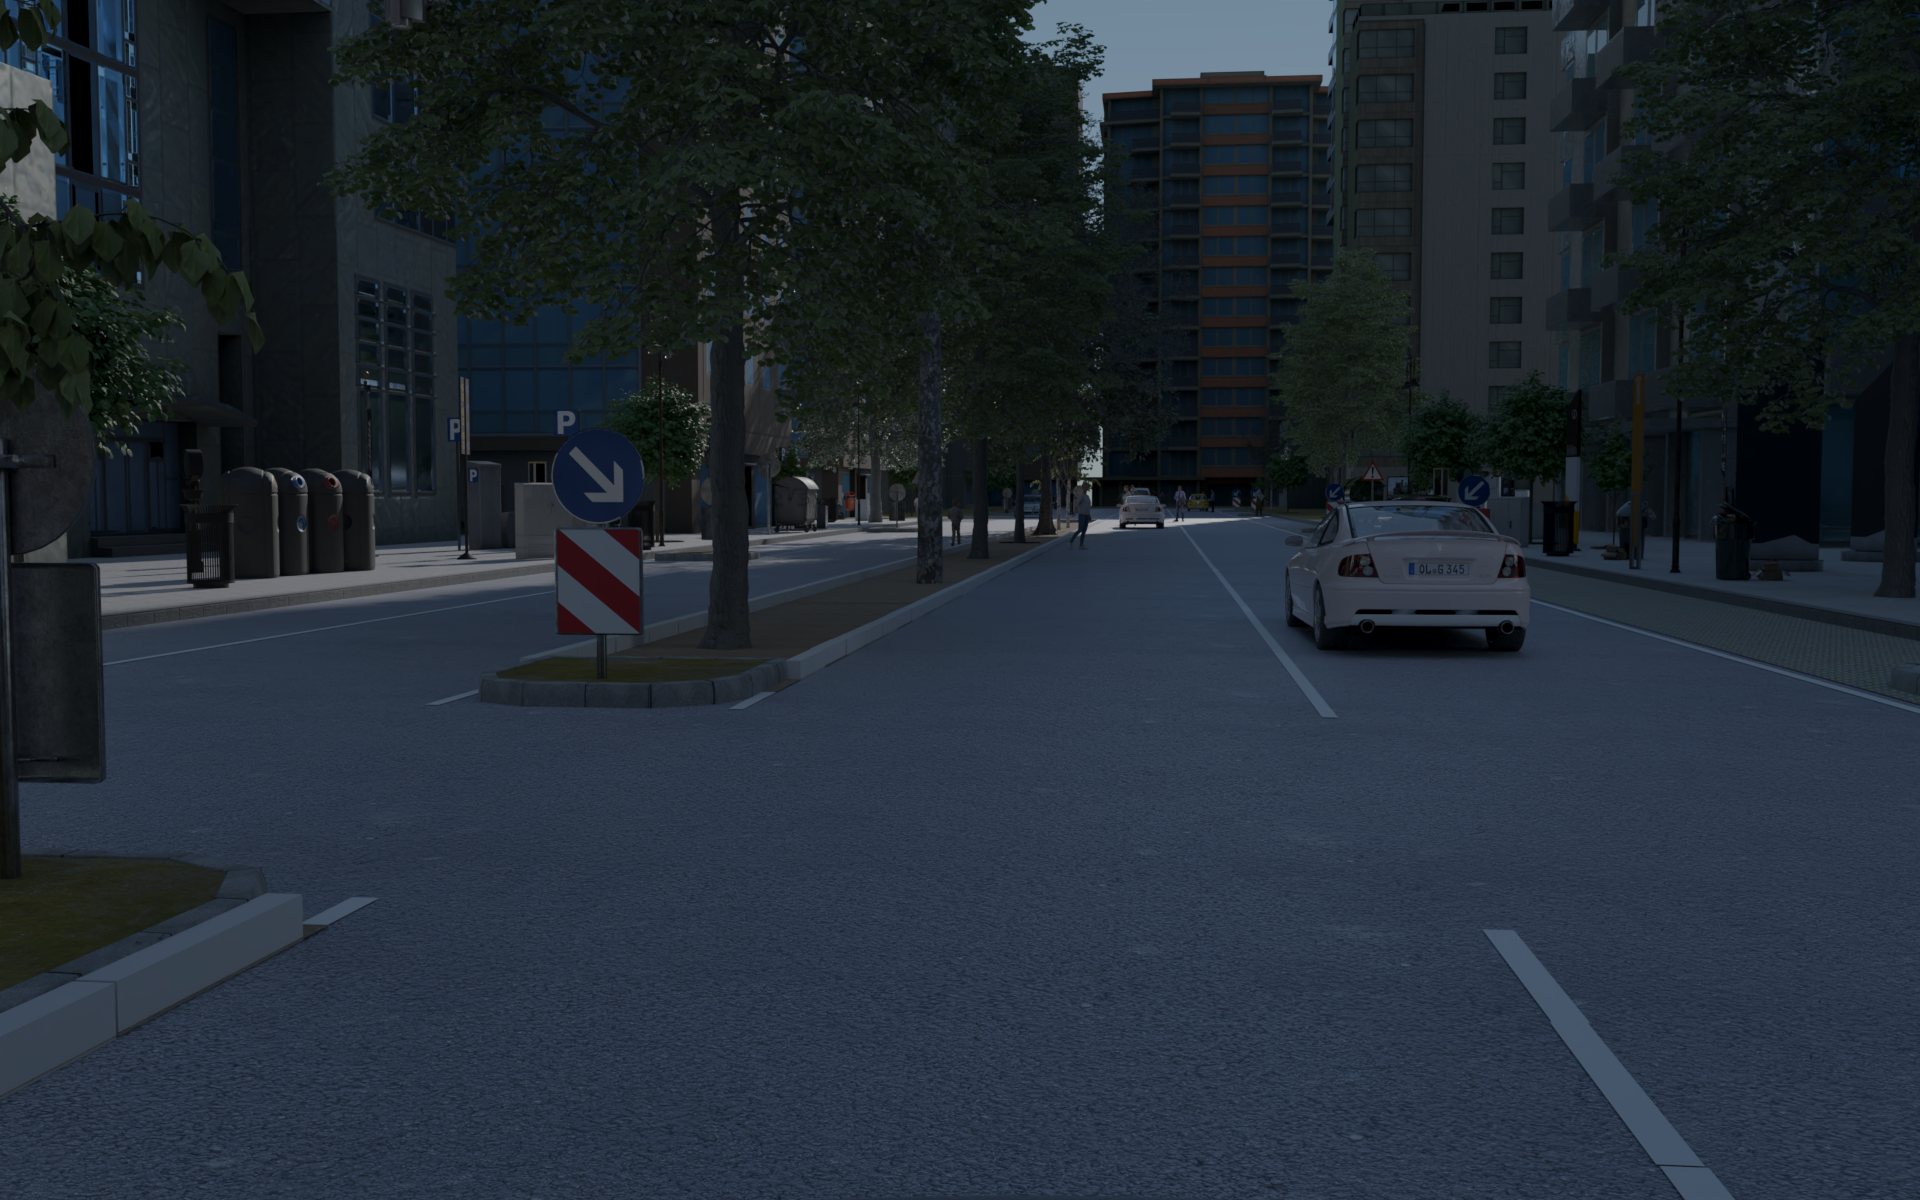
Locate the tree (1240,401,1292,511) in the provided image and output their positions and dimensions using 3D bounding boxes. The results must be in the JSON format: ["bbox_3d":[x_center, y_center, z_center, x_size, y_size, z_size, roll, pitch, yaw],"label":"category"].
[{"bbox_3d":[23.585,-11.130,132.329,4.360,8.622,3.978,0,3,0],"label":"tree"}]

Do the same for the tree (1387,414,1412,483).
[{"bbox_3d":[14.612,-4.215,52.633,4.285,4.588,4.351,0,3,0],"label":"tree"}]

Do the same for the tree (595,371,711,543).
[{"bbox_3d":[-8.026,-3.826,46.271,4.285,4.588,4.351,0,3,0],"label":"tree"}]

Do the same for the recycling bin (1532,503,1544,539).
[{"bbox_3d":[16.214,-2.258,49.478,0.722,1.027,0.722,-3,5,-43],"label":"recycling bin"}]

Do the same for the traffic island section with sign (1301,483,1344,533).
[{"bbox_3d":[13.607,-3.372,63.759,1.989,1.847,2.006,0,4,6],"label":"traffic island section with sign"}]

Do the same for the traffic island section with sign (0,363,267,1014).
[{"bbox_3d":[-3.255,0.180,5.196,2.006,1.907,1.989,0,4,6],"label":"traffic island section with sign"}]

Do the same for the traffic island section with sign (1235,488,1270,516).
[{"bbox_3d":[19.176,-6.391,113.113,1.989,1.847,2.006,0,4,6],"label":"traffic island section with sign"}]

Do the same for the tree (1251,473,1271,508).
[{"bbox_3d":[27.552,-10.102,159.775,1.663,3.219,1.824,0,3,0],"label":"tree"}]

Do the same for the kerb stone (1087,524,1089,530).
[{"bbox_3d":[4.958,-2.850,68.794,0.120,0.150,1.000,0,4,6],"label":"kerb stone"}]

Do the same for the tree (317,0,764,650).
[{"bbox_3d":[-2.201,-5.840,16.073,7.486,12.596,7.792,0,3,0],"label":"tree"}]

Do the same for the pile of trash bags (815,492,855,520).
[{"bbox_3d":[-6.535,-4.710,86.764,1.912,1.369,3.447,3,5,41],"label":"pile of trash bags"}]

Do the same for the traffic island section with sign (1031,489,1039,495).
[{"bbox_3d":[6.199,-8.124,141.461,1.989,1.847,2.006,0,4,6],"label":"traffic island section with sign"}]

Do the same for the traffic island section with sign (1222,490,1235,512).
[{"bbox_3d":[22.193,-8.029,139.899,1.989,1.847,2.006,0,4,6],"label":"traffic island section with sign"}]

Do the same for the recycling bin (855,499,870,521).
[{"bbox_3d":[-4.572,-4.342,83.551,0.722,1.027,0.722,2,4,33],"label":"recycling bin"}]

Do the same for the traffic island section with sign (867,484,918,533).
[{"bbox_3d":[-2.381,-3.470,65.357,1.989,1.847,2.006,0,4,6],"label":"traffic island section with sign"}]

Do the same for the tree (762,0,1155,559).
[{"bbox_3d":[0.375,-7.194,38.203,7.486,12.596,7.792,0,3,0],"label":"tree"}]

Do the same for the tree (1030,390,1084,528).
[{"bbox_3d":[4.550,-7.338,72.798,4.360,8.622,3.978,0,3,0],"label":"tree"}]

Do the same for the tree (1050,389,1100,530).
[{"bbox_3d":[3.931,-7.057,68.199,4.737,8.622,4.395,0,3,0],"label":"tree"}]

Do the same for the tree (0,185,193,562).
[{"bbox_3d":[-10.228,-2.132,18.579,4.285,4.588,4.351,0,3,0],"label":"tree"}]

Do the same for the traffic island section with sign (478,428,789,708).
[{"bbox_3d":[-2.415,-0.270,12.555,2.006,1.907,1.989,0,4,6],"label":"traffic island section with sign"}]

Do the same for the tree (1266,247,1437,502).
[{"bbox_3d":[17.893,-9.871,79.511,7.486,12.596,7.792,0,3,0],"label":"tree"}]

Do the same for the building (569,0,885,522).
[{"bbox_3d":[-12.085,-27.283,96.188,14.600,45.320,14.200,0,4,6],"label":"building"}]

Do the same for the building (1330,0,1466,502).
[{"bbox_3d":[32.698,-26.638,119.131,14.154,41.232,14.086,0,4,6],"label":"building"}]

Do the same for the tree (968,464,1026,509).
[{"bbox_3d":[2.233,-9.330,136.259,4.285,4.588,4.351,0,3,0],"label":"tree"}]

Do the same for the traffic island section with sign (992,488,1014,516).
[{"bbox_3d":[3.169,-6.486,114.676,1.989,1.847,2.006,0,4,6],"label":"traffic island section with sign"}]

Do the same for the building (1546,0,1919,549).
[{"bbox_3d":[30.921,-26.401,51.269,23.786,49.044,30.456,0,4,6],"label":"building"}]

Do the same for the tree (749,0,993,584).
[{"bbox_3d":[-1.593,-10.376,27.998,12.611,20.169,13.585,0,3,0],"label":"tree"}]

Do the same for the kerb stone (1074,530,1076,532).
[{"bbox_3d":[3.700,-2.165,57.600,0.120,0.150,1.000,0,4,6],"label":"kerb stone"}]

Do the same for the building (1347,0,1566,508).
[{"bbox_3d":[30.494,-20.417,105.513,14.160,30.474,14.107,0,4,6],"label":"building"}]

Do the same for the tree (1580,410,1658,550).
[{"bbox_3d":[15.233,-2.789,40.208,1.663,3.219,1.824,0,3,0],"label":"tree"}]

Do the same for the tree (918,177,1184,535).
[{"bbox_3d":[3.018,-8.622,60.429,9.611,12.733,9.660,0,3,0],"label":"tree"}]

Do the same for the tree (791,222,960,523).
[{"bbox_3d":[-3.699,-10.465,77.756,9.857,13.997,8.962,0,3,0],"label":"tree"}]

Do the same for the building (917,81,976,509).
[{"bbox_3d":[-4.818,-28.805,154.555,14.086,41.232,14.154,0,4,6],"label":"building"}]

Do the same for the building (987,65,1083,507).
[{"bbox_3d":[5.561,-32.537,182.092,14.200,45.320,14.600,0,4,6],"label":"building"}]

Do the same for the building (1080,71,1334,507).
[{"bbox_3d":[27.683,-32.295,182.644,28.867,44.769,22.147,0,4,6],"label":"building"}]

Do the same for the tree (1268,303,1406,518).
[{"bbox_3d":[20.133,-10.214,92.762,9.928,11.665,9.643,0,3,0],"label":"tree"}]

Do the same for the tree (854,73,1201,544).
[{"bbox_3d":[1.742,-8.365,49.588,12.009,13.543,11.850,0,3,0],"label":"tree"}]

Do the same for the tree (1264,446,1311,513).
[{"bbox_3d":[22.245,-8.175,117.374,4.285,4.588,4.351,0,3,0],"label":"tree"}]

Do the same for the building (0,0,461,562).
[{"bbox_3d":[-24.678,-43.937,31.035,22.319,86.520,31.000,0,4,6],"label":"building"}]

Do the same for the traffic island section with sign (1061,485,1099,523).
[{"bbox_3d":[5.992,-4.837,87.224,2.006,1.907,1.989,0,4,6],"label":"traffic island section with sign"}]

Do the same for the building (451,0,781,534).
[{"bbox_3d":[-14.398,-25.184,61.874,14.600,45.320,14.200,0,4,6],"label":"building"}]

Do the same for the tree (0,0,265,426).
[{"bbox_3d":[-3.044,-3.104,3.574,4.737,8.622,4.395,0,3,0],"label":"tree"}]

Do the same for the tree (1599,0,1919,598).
[{"bbox_3d":[12.050,-6.292,21.006,7.486,12.596,7.792,0,3,0],"label":"tree"}]

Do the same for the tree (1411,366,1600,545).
[{"bbox_3d":[14.750,-3.713,44.416,4.285,4.588,4.351,0,3,0],"label":"tree"}]

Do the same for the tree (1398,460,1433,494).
[{"bbox_3d":[18.096,-4.518,68.476,1.663,3.219,1.824,0,3,0],"label":"tree"}]

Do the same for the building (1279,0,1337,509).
[{"bbox_3d":[38.685,-50.603,140.032,22.319,86.520,31.000,0,4,6],"label":"building"}]

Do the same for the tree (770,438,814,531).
[{"bbox_3d":[-5.828,-4.023,60.379,1.663,3.219,1.824,0,3,0],"label":"tree"}]

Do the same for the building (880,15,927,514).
[{"bbox_3d":[-14.159,-30.544,119.005,23.786,49.044,30.456,0,4,6],"label":"building"}]

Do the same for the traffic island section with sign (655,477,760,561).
[{"bbox_3d":[-5.470,-1.797,38.003,1.989,1.847,2.006,0,4,6],"label":"traffic island section with sign"}]

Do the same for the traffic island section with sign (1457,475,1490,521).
[{"bbox_3d":[10.520,-1.693,36.312,1.989,1.847,2.006,0,4,6],"label":"traffic island section with sign"}]

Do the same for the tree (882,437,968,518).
[{"bbox_3d":[-2.707,-6.807,95.013,4.285,4.588,4.351,0,3,0],"label":"tree"}]
